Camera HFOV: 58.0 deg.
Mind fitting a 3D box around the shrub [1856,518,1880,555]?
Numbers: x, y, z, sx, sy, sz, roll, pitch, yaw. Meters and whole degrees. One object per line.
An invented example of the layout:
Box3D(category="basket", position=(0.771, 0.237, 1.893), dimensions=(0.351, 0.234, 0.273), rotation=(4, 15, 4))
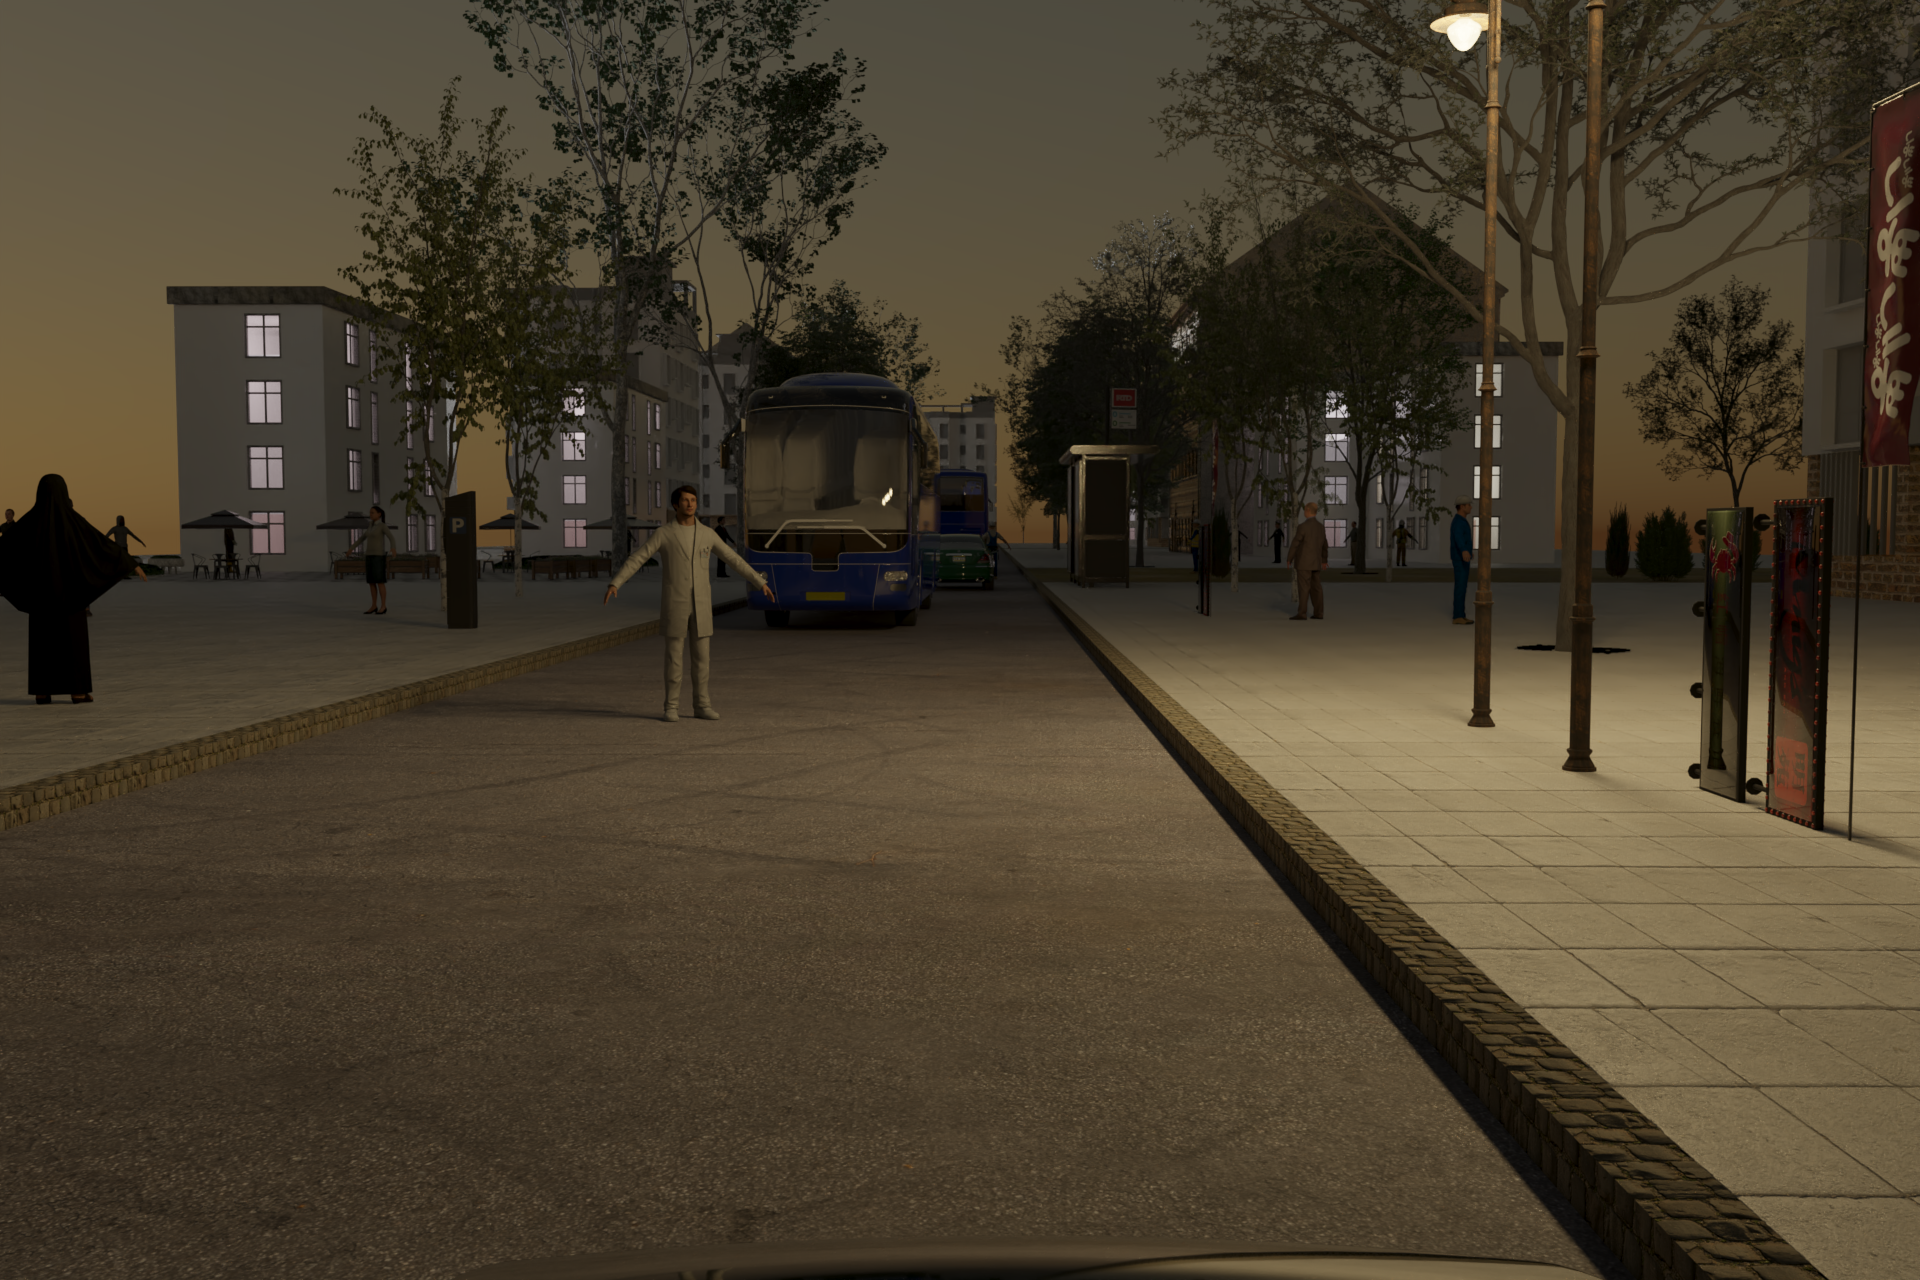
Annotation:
Box3D(category="shrub", position=(28.080, -3.087, 54.507), dimensions=(1.661, 2.075, 1.752), rotation=(0, 3, 0))

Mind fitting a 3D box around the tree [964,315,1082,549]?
Box3D(category="tree", position=(7.224, -18.025, 150.603), dimensions=(12.611, 20.169, 13.585), rotation=(0, 3, 0))

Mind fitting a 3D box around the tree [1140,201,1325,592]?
Box3D(category="tree", position=(6.038, -5.353, 37.886), dimensions=(4.737, 8.622, 4.395), rotation=(0, 3, 0))

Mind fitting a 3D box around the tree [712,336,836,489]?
Box3D(category="tree", position=(-8.220, -9.035, 82.138), dimensions=(7.601, 10.594, 8.767), rotation=(-1, 4, -11))

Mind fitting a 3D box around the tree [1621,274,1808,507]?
Box3D(category="tree", position=(27.779, -7.768, 61.418), dimensions=(8.767, 10.594, 7.601), rotation=(2, 4, 27))

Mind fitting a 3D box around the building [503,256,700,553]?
Box3D(category="building", position=(-25.025, -16.070, 119.159), dimensions=(16.016, 20.090, 11.380), rotation=(0, 4, 1))

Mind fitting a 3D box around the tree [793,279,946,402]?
Box3D(category="tree", position=(-7.371, -16.594, 127.202), dimensions=(12.611, 20.169, 13.585), rotation=(0, 3, 0))

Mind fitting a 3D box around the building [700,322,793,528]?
Box3D(category="building", position=(-22.154, -21.921, 189.328), dimensions=(19.493, 23.208, 18.063), rotation=(0, 4, 0))

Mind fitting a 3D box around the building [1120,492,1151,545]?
Box3D(category="building", position=(22.493, -16.064, 204.796), dimensions=(9.099, 9.664, 28.070), rotation=(0, 4, 1))

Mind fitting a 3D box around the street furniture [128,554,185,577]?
Box3D(category="street furniture", position=(-29.100, -2.290, 53.073), dimensions=(10.072, 0.657, 5.734), rotation=(0, 4, 2))

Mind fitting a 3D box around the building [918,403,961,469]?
Box3D(category="building", position=(-5.992, -23.401, 241.476), dimensions=(11.380, 20.090, 16.016), rotation=(0, 4, -1))

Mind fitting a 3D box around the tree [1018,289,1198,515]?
Box3D(category="tree", position=(7.906, -11.277, 91.036), dimensions=(9.857, 13.997, 8.962), rotation=(0, 3, 0))

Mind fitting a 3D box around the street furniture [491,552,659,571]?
Box3D(category="street furniture", position=(-14.565, -3.063, 65.705), dimensions=(5.734, 0.657, 10.072), rotation=(0, 4, -2))

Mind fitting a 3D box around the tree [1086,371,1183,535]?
Box3D(category="tree", position=(7.499, -7.765, 77.320), dimensions=(4.737, 8.622, 4.395), rotation=(0, 3, 0))

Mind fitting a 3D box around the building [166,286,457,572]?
Box3D(category="building", position=(-25.934, -7.992, 72.818), dimensions=(9.099, 9.664, 28.070), rotation=(0, 4, 0))

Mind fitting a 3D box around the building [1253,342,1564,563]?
Box3D(category="building", position=(21.862, -9.026, 89.715), dimensions=(9.099, 9.664, 28.070), rotation=(0, 4, 1))

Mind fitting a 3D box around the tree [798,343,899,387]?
Box3D(category="tree", position=(-7.747, -12.589, 112.484), dimensions=(9.857, 13.997, 8.962), rotation=(0, 3, 0))

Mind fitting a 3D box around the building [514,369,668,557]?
Box3D(category="building", position=(-21.767, -9.805, 102.451), dimensions=(9.099, 9.664, 28.070), rotation=(0, 4, 1))

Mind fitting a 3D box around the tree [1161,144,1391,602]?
Box3D(category="tree", position=(6.519, -5.023, 32.481), dimensions=(4.360, 8.622, 3.978), rotation=(0, 3, 0))

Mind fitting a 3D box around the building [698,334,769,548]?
Box3D(category="building", position=(-24.322, -18.857, 164.728), dimensions=(16.016, 20.090, 11.380), rotation=(0, 3, 0))

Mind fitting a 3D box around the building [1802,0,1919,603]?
Box3D(category="building", position=(22.785, -10.860, 33.976), dimensions=(16.016, 20.090, 11.380), rotation=(0, 4, 1))

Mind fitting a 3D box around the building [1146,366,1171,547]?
Box3D(category="building", position=(24.699, -19.851, 180.982), dimensions=(16.016, 20.090, 11.380), rotation=(0, 4, 1))

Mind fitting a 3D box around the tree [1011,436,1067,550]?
Box3D(category="tree", position=(7.575, -12.358, 136.464), dimensions=(8.767, 10.594, 7.601), rotation=(2, 4, 34))

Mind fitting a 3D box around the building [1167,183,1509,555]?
Box3D(category="building", position=(24.348, -17.469, 116.553), dimensions=(19.493, 23.208, 18.063), rotation=(0, 4, 1))

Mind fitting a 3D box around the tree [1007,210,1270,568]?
Box3D(category="tree", position=(6.980, -9.534, 66.255), dimensions=(12.009, 13.543, 11.850), rotation=(0, 3, 0))

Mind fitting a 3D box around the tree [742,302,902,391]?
Box3D(category="tree", position=(-7.650, -11.620, 96.646), dimensions=(9.857, 13.997, 8.962), rotation=(0, 3, 0))

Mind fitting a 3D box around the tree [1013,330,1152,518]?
Box3D(category="tree", position=(7.453, -12.068, 103.972), dimensions=(9.857, 13.997, 8.962), rotation=(0, 3, 0))

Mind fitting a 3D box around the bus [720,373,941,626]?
Box3D(category="bus", position=(-1.783, -2.362, 30.167), dimensions=(2.896, 3.916, 12.251), rotation=(0, 4, 1))

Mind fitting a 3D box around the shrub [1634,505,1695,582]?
Box3D(category="shrub", position=(19.118, -2.625, 46.965), dimensions=(1.661, 2.075, 1.752), rotation=(0, 3, 0))

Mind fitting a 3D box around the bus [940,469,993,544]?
Box3D(category="bus", position=(-0.211, -4.453, 64.355), dimensions=(2.896, 3.916, 12.251), rotation=(0, 4, 1))

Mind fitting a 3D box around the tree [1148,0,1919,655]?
Box3D(category="tree", position=(6.582, -6.614, 18.512), dimensions=(12.009, 13.543, 11.850), rotation=(0, 3, 0))

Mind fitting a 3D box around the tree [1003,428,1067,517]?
Box3D(category="tree", position=(7.429, -11.333, 119.708), dimensions=(8.767, 10.594, 7.601), rotation=(-3, 5, -43))

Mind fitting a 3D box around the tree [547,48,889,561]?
Box3D(category="tree", position=(-9.561, -13.007, 68.561), dimensions=(12.611, 20.169, 13.585), rotation=(0, 3, 0))

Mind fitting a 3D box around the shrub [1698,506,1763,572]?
Box3D(category="shrub", position=(21.459, -2.703, 48.243), dimensions=(1.661, 2.075, 1.752), rotation=(0, 3, 0))
